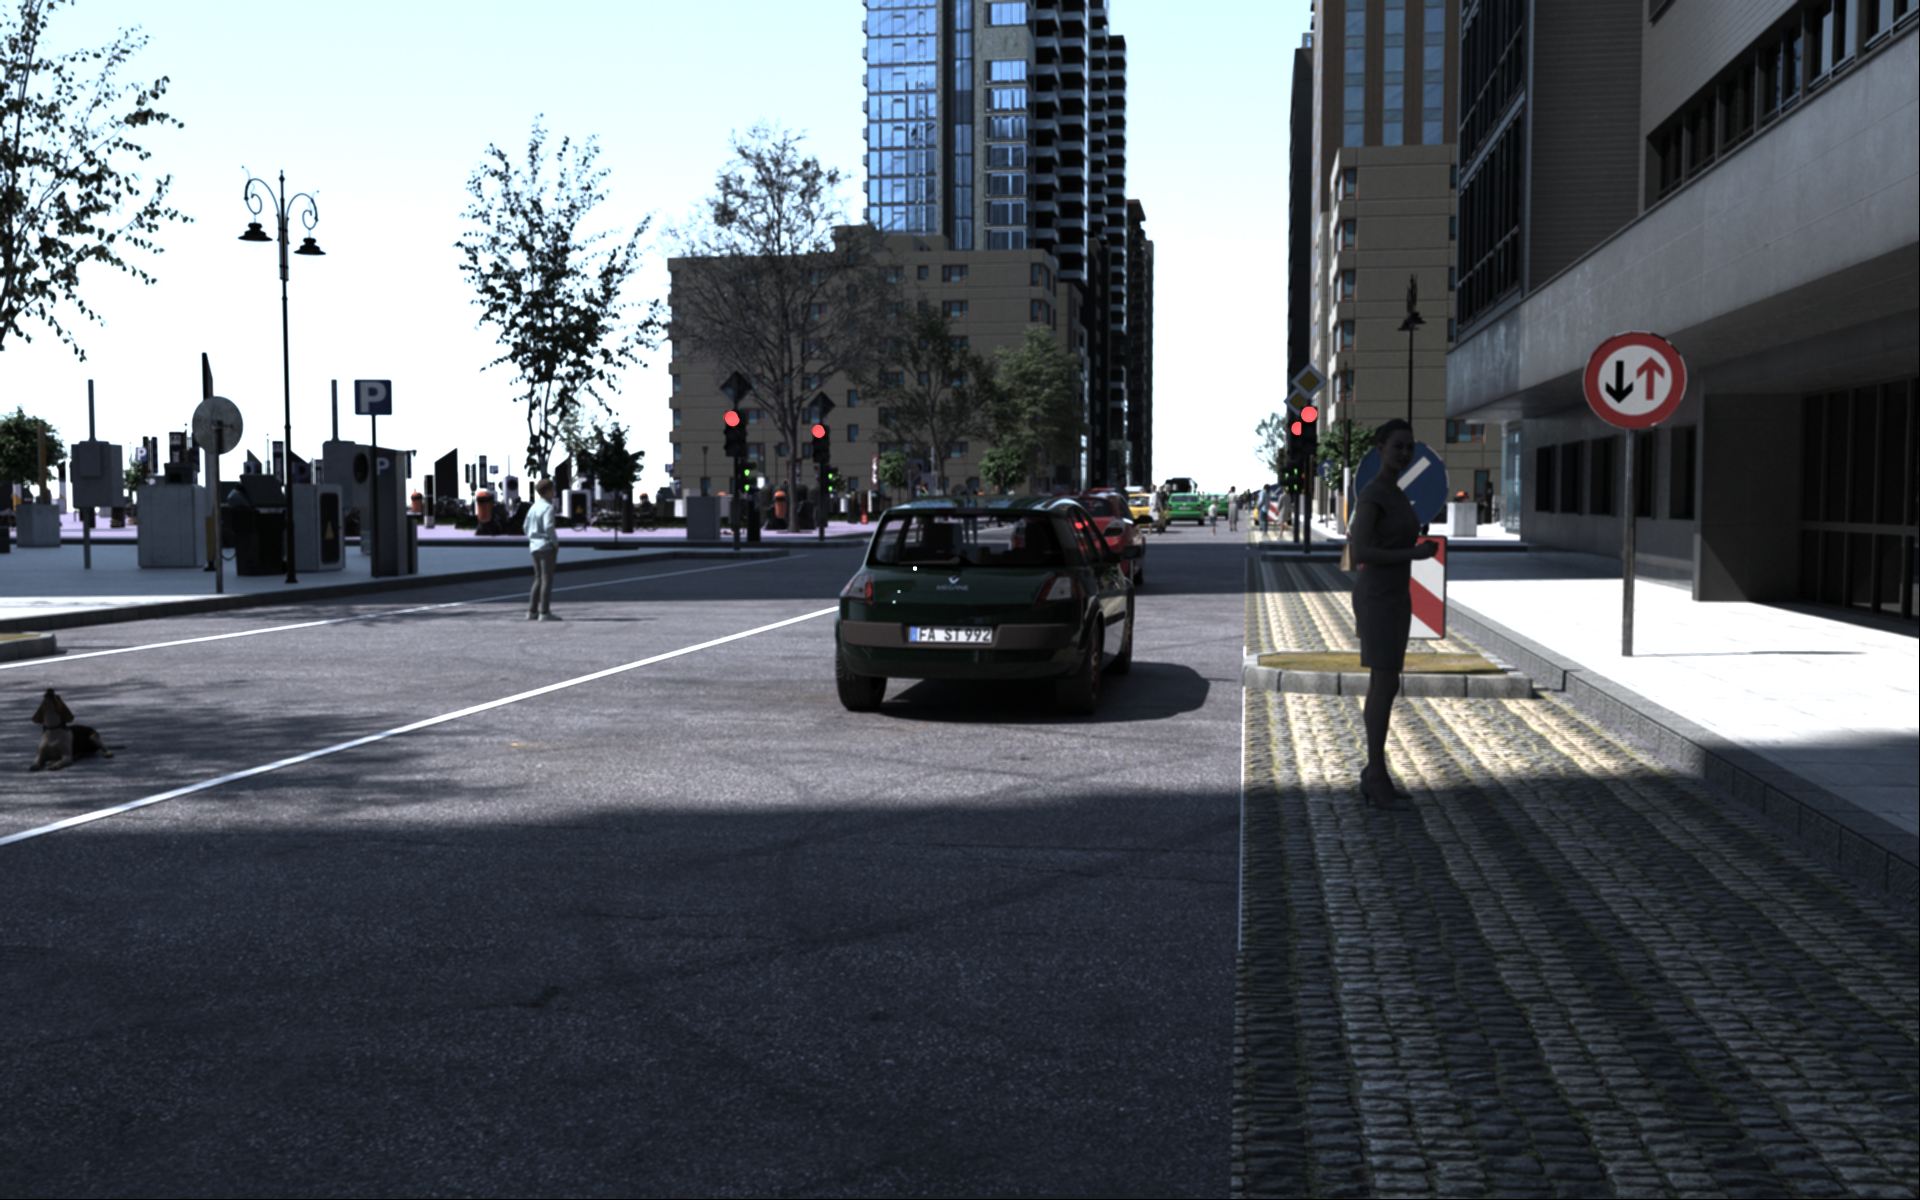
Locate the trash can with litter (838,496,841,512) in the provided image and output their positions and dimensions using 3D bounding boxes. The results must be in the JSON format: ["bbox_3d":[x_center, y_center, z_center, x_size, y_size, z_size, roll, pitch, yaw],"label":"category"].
[{"bbox_3d":[-6.149,-4.909,91.316,1.678,1.210,2.233,3,5,40],"label":"trash can with litter"}]

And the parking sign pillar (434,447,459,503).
[{"bbox_3d":[-29.189,-6.727,98.460,1.447,3.967,1.447,-1,4,-13],"label":"parking sign pillar"}]

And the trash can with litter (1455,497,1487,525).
[{"bbox_3d":[21.114,-3.664,71.299,1.055,1.170,0.624,-1,4,-17],"label":"trash can with litter"}]

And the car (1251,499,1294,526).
[{"bbox_3d":[14.403,-4.245,79.628,2.015,1.641,3.980,1,4,10],"label":"car"}]

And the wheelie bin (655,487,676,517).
[{"bbox_3d":[-12.679,-4.064,74.350,0.693,1.594,0.980,3,4,37],"label":"wheelie bin"}]

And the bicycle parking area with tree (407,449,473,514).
[{"bbox_3d":[-36.406,-7.730,113.387,9.016,4.147,8.231,-1,4,-23],"label":"bicycle parking area with tree"}]

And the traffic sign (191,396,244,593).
[{"bbox_3d":[-9.621,-1.365,22.431,0.768,2.556,0.104,1,4,13],"label":"traffic sign"}]

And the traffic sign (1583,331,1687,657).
[{"bbox_3d":[5.278,-0.827,13.622,0.768,2.556,0.104,1,4,12],"label":"traffic sign"}]

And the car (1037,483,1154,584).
[{"bbox_3d":[1.850,-1.066,26.476,2.155,1.783,4.494,1,4,9],"label":"car"}]

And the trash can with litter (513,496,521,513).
[{"bbox_3d":[-28.167,-6.029,109.960,0.624,1.170,1.055,-1,4,-16],"label":"trash can with litter"}]

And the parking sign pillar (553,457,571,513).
[{"bbox_3d":[-27.424,-8.013,119.483,1.447,3.967,1.447,-3,5,-45],"label":"parking sign pillar"}]

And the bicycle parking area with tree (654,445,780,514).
[{"bbox_3d":[-13.188,-7.103,103.130,8.231,4.147,9.016,3,5,42],"label":"bicycle parking area with tree"}]

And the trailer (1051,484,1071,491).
[{"bbox_3d":[6.034,-5.916,103.769,1.471,1.999,3.904,1,4,10],"label":"trailer"}]

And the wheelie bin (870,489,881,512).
[{"bbox_3d":[-5.111,-5.942,105.052,0.693,1.594,0.980,0,4,-4],"label":"wheelie bin"}]

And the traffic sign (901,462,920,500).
[{"bbox_3d":[-1.967,-4.187,68.568,0.768,2.556,0.104,1,4,14],"label":"traffic sign"}]

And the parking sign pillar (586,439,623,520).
[{"bbox_3d":[-16.247,-5.627,80.465,1.447,3.967,1.447,2,4,30],"label":"parking sign pillar"}]

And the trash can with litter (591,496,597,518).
[{"bbox_3d":[-19.533,-4.843,90.571,0.624,1.170,1.055,3,4,38],"label":"trash can with litter"}]

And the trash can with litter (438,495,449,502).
[{"bbox_3d":[-25.679,-4.671,87.422,2.233,1.210,1.678,-1,4,-11],"label":"trash can with litter"}]

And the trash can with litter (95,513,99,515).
[{"bbox_3d":[-52.524,-5.717,104.525,1.678,1.210,2.233,-3,5,-39],"label":"trash can with litter"}]

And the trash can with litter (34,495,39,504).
[{"bbox_3d":[-59.386,-6.022,109.517,2.233,1.210,1.678,1,4,9],"label":"trash can with litter"}]

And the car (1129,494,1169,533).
[{"bbox_3d":[6.853,-3.364,65.223,2.015,1.641,3.980,1,4,9],"label":"car"}]

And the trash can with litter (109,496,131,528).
[{"bbox_3d":[-31.954,-3.328,65.795,0.624,1.170,1.055,-1,4,-18],"label":"trash can with litter"}]

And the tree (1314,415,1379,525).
[{"bbox_3d":[16.168,-5.379,71.667,4.285,4.588,4.351,0,3,0],"label":"tree"}]

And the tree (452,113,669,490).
[{"bbox_3d":[-8.162,-5.154,34.627,4.737,8.622,4.395,0,3,0],"label":"tree"}]

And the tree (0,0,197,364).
[{"bbox_3d":[-11.052,-4.234,19.591,4.360,8.622,3.978,0,3,0],"label":"tree"}]

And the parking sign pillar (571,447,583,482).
[{"bbox_3d":[-21.211,-6.811,99.830,1.447,3.967,1.447,3,5,41],"label":"parking sign pillar"}]

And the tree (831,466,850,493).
[{"bbox_3d":[-8.342,-7.568,118.345,1.663,3.219,1.824,0,3,0],"label":"tree"}]

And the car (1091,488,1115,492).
[{"bbox_3d":[8.858,-6.016,107.032,2.281,1.827,5.304,1,4,11],"label":"car"}]

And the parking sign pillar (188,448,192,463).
[{"bbox_3d":[-42.480,-6.503,94.792,1.447,3.967,1.447,-3,5,-40],"label":"parking sign pillar"}]

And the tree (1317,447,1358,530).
[{"bbox_3d":[13.920,-4.139,62.269,1.663,3.219,1.824,0,3,0],"label":"tree"}]

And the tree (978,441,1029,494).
[{"bbox_3d":[2.673,-7.422,105.058,4.285,4.588,4.351,0,3,0],"label":"tree"}]

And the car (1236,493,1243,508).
[{"bbox_3d":[27.728,-10.042,173.774,1.945,1.707,3.694,1,4,10],"label":"car"}]

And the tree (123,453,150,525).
[{"bbox_3d":[-33.746,-4.698,71.419,1.663,3.219,1.824,0,3,0],"label":"tree"}]

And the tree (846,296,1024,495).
[{"bbox_3d":[-0.848,-8.967,81.019,8.767,10.594,7.601,-2,4,-31],"label":"tree"}]

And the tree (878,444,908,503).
[{"bbox_3d":[-3.865,-7.833,111.777,4.285,4.588,4.351,0,3,0],"label":"tree"}]

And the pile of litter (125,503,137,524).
[{"bbox_3d":[-35.678,-3.756,75.370,1.176,0.858,1.719,1,4,21],"label":"pile of litter"}]

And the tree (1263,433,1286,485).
[{"bbox_3d":[37.840,-15.398,202.123,4.737,8.622,4.395,0,3,0],"label":"tree"}]

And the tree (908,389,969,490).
[{"bbox_3d":[-1.526,-10.418,120.701,4.360,8.622,3.978,0,3,0],"label":"tree"}]

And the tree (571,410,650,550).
[{"bbox_3d":[-7.889,-2.776,39.982,1.663,3.219,1.824,0,3,0],"label":"tree"}]

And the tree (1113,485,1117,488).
[{"bbox_3d":[17.918,-12.141,193.108,1.663,3.219,1.824,0,3,0],"label":"tree"}]

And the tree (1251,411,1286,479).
[{"bbox_3d":[38.934,-17.340,209.259,9.928,11.665,9.643,0,3,0],"label":"tree"}]

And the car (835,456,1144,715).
[{"bbox_3d":[0.307,-0.182,12.760,2.009,1.686,4.222,1,4,10],"label":"car"}]

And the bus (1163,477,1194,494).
[{"bbox_3d":[23.248,-11.523,183.268,2.948,3.499,13.247,1,4,10],"label":"bus"}]

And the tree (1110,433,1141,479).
[{"bbox_3d":[18.425,-15.152,198.092,4.360,8.622,3.978,0,3,0],"label":"tree"}]

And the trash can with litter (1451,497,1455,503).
[{"bbox_3d":[21.033,-3.732,72.411,1.055,1.170,0.624,0,4,4],"label":"trash can with litter"}]

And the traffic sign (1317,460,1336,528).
[{"bbox_3d":[13.844,-3.986,65.272,0.768,2.556,0.104,1,4,11],"label":"traffic sign"}]

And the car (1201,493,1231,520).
[{"bbox_3d":[14.183,-5.359,96.410,1.959,1.807,4.718,0,4,8],"label":"car"}]

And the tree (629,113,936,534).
[{"bbox_3d":[-5.563,-8.940,56.532,12.009,13.543,11.850,0,3,0],"label":"tree"}]

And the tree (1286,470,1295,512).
[{"bbox_3d":[27.059,-9.026,142.173,1.663,3.219,1.824,0,3,0],"label":"tree"}]

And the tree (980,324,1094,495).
[{"bbox_3d":[5.045,-12.077,115.593,7.486,12.596,7.792,0,3,0],"label":"tree"}]

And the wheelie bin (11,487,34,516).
[{"bbox_3d":[-43.192,-4.394,79.757,0.693,1.594,0.980,2,4,30],"label":"wheelie bin"}]

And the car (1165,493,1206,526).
[{"bbox_3d":[10.283,-4.312,79.305,1.959,1.807,4.718,0,4,8],"label":"car"}]

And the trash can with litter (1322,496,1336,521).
[{"bbox_3d":[18.251,-4.431,83.508,1.678,1.210,2.233,3,5,40],"label":"trash can with litter"}]

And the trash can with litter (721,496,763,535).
[{"bbox_3d":[-7.110,-2.680,54.867,1.678,1.210,2.233,-1,4,-8],"label":"trash can with litter"}]

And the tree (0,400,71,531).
[{"bbox_3d":[-32.880,-4.717,60.834,4.285,4.588,4.351,0,3,0],"label":"tree"}]

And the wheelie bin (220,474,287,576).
[{"bbox_3d":[-11.099,-1.189,27.341,0.693,1.594,0.980,2,4,32],"label":"wheelie bin"}]
